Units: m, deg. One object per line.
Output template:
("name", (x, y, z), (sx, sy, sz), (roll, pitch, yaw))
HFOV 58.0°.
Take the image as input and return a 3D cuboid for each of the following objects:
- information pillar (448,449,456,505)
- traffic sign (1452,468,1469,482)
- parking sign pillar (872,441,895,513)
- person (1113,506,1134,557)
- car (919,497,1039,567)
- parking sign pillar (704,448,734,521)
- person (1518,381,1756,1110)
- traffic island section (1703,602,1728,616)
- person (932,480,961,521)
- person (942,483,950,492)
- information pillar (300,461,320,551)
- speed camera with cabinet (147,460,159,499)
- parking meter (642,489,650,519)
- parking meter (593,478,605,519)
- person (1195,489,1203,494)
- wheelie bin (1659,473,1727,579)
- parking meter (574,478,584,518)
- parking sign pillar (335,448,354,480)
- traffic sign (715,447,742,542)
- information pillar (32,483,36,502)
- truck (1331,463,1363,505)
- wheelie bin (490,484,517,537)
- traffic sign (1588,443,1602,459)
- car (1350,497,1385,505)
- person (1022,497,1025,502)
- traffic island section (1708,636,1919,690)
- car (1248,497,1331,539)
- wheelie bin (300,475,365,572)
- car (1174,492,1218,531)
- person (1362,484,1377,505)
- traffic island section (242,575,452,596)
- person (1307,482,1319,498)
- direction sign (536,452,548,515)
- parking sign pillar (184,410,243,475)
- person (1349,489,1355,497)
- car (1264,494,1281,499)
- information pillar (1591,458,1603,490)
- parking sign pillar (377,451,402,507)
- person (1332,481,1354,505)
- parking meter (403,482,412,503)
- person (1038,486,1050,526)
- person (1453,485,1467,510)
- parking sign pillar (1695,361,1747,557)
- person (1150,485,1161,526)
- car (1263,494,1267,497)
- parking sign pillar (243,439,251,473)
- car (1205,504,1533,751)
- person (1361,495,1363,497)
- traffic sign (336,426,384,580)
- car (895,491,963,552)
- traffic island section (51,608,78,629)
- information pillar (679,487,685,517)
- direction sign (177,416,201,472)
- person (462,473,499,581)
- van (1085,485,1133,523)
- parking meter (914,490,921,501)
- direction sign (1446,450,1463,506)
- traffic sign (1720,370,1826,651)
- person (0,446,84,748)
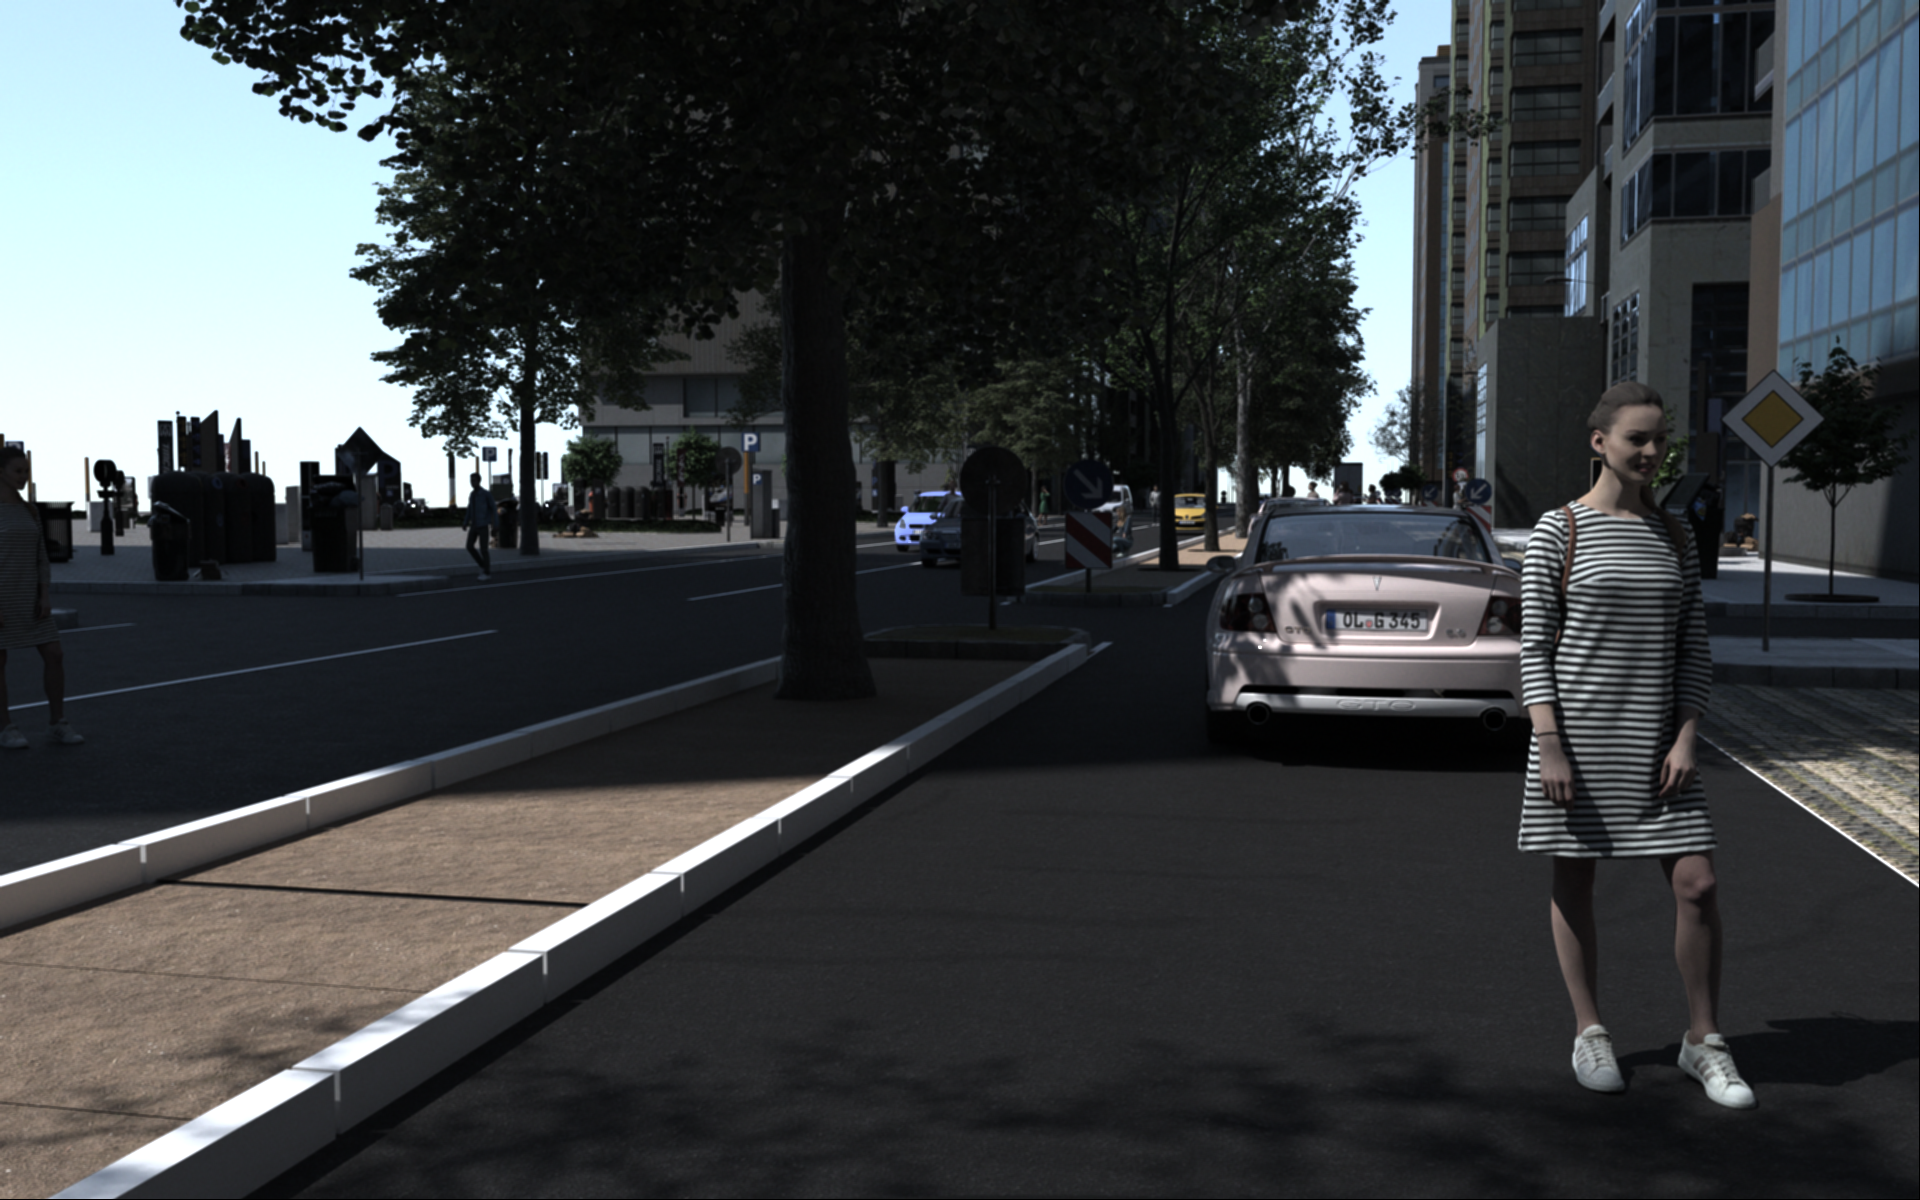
("information pillar", (-26.435, -6.040, 90.115), (0.183, 3.616, 0.504), (1, 4, 17))
("traffic sign", (24.186, -5.114, 83.722), (0.768, 2.556, 0.104), (1, 4, 18))
("parking sign pillar", (-3.845, -6.029, 87.048), (1.447, 3.967, 1.447), (3, 5, 40))
("person", (3.660, -1.566, 39.610), (0.738, 1.151, 1.012), (-1, 4, -19))
("car", (0.468, -1.430, 35.389), (2.014, 1.417, 4.499), (1, 4, 13))
("parking sign pillar", (-11.593, -5.793, 83.180), (1.447, 3.967, 1.447), (0, 4, 6))
("person", (1.603, 0.323, 4.215), (0.512, 1.701, 0.522), (0, 4, -5))
("traffic island section", (8.360, 0.020, 21.955), (2.009, 0.180, 2.903), (1, 4, 13))
("person", (-0.342, -1.824, 38.997), (0.731, 1.740, 0.598), (-3, 5, -39))
("person", (-0.372, -2.940, 56.745), (0.590, 1.801, 0.661), (0, 4, -6))
("information pillar", (-14.592, -2.106, 38.922), (0.304, 2.012, 0.304), (2, 4, 23))
("speed camera with cabinet", (-38.947, -5.557, 85.197), (0.660, 3.252, 2.038), (1, 4, 21))
("parking meter", (-15.709, -4.790, 86.719), (0.372, 1.533, 0.369), (0, 3, 0))
("parking meter", (-13.249, -3.540, 63.591), (0.399, 1.863, 0.255), (0, 4, 2))
("person", (15.003, -6.091, 108.894), (0.742, 1.727, 0.445), (3, 4, 36))
("wheelie bin", (11.185, -1.129, 26.361), (0.693, 1.594, 0.980), (0, 4, -7))
("parking meter", (-13.392, -3.375, 60.896), (0.255, 1.863, 0.399), (0, 4, 6))
("parking sign pillar", (-35.839, -6.876, 100.897), (1.447, 3.967, 1.447), (1, 4, 12))
("traffic sign", (-6.231, -2.841, 46.555), (0.768, 2.556, 0.104), (1, 4, 13))
("information pillar", (-59.497, -6.521, 111.114), (0.304, 2.012, 0.304), (0, 4, -1))
("truck", (35.692, -10.435, 159.531), (2.839, 4.237, 11.283), (1, 4, 12))
("wheelie bin", (-13.706, -2.685, 51.807), (0.980, 1.594, 0.693), (0, 4, -3))
("traffic sign", (8.335, -1.116, 21.883), (0.795, 2.450, 0.064), (1, 4, 13))
("car", (15.452, -3.275, 66.134), (1.945, 1.354, 3.894), (1, 4, 11))
("person", (2.727, -4.252, 78.566), (0.519, 1.759, 0.362), (-1, 4, -14))
("traffic island section", (6.606, 0.496, 14.164), (2.009, 0.180, 2.903), (1, 4, 13))
("car", (7.064, -1.457, 36.188), (2.083, 1.381, 4.827), (1, 4, 14))
("wheelie bin", (-10.292, -1.262, 28.546), (0.980, 1.594, 0.693), (0, 4, 2))
("car", (8.202, -3.147, 61.677), (2.015, 1.641, 3.980), (1, 4, 11))
("person", (14.573, -3.232, 61.697), (0.532, 1.782, 0.716), (1, 4, 11))
("traffic island section", (-8.949, -0.218, 25.842), (2.009, 0.180, 2.903), (1, 4, 13))
("person", (9.850, -2.445, 48.813), (0.374, 1.781, 0.599), (-2, 4, -31))
("direction sign", (-22.412, -6.173, 92.922), (0.379, 3.537, 0.876), (2, 4, 32))
("parking sign pillar", (-24.369, -4.124, 55.902), (1.447, 3.967, 1.447), (1, 4, 18))
("person", (24.555, -6.122, 109.320), (0.721, 1.743, 1.217), (-2, 4, -32))
("car", (25.043, -7.733, 138.440), (2.014, 1.417, 4.499), (1, 4, 12))
("information pillar", (13.129, -1.896, 35.485), (0.304, 2.012, 0.304), (-3, 4, -39))
("parking sign pillar", (-32.725, -6.779, 99.315), (1.447, 3.967, 1.447), (-1, 4, -20))
("person", (9.515, -2.047, 42.552), (0.593, 1.750, 0.643), (-2, 4, -28))
("parking meter", (-26.416, -4.719, 82.864), (0.399, 1.863, 0.255), (-1, 4, -12))
("person", (3.758, -4.236, 78.004), (0.529, 1.795, 0.600), (-1, 4, -12))
("person", (16.916, -3.030, 58.616), (0.524, 1.755, 0.480), (0, 4, 2))
("parking sign pillar", (15.518, -2.893, 35.778), (1.447, 3.967, 1.447), (2, 4, 31))
("person", (8.805, -4.222, 77.379), (0.661, 1.843, 0.795), (2, 4, 25))
("car", (38.655, -12.980, 221.813), (1.945, 1.707, 3.694), (1, 4, 12))
("parking sign pillar", (-25.684, -4.483, 61.765), (1.447, 3.967, 1.447), (-3, 4, -36))
("car", (2.600, 0.073, 11.162), (2.083, 1.381, 4.827), (1, 4, 12))
("person", (56.991, -14.517, 246.648), (0.742, 1.727, 0.445), (-1, 4, -19))
("traffic sign", (-8.924, -1.354, 25.775), (0.795, 2.450, 0.064), (1, 4, 13))
("car", (-0.452, -2.106, 44.016), (1.945, 1.707, 3.694), (1, 4, 14))
("traffic island section", (-10.703, 0.259, 18.051), (2.009, 0.180, 2.903), (1, 4, 13))
("information pillar", (-15.767, -5.729, 98.156), (0.304, 2.012, 0.304), (0, 4, 1))
("direction sign", (-22.485, -3.583, 50.573), (0.379, 3.537, 0.876), (1, 4, 19))
("person", (-7.958, -1.221, 28.804), (0.601, 1.785, 0.444), (2, 4, 35))
("van", (6.592, -4.248, 76.466), (2.013, 2.044, 4.112), (1, 4, 13))
("parking meter", (-2.460, -5.592, 99.843), (0.372, 1.533, 0.369), (0, 3, 0))
("direction sign", (25.432, -5.940, 89.108), (0.876, 3.537, 0.379), (-1, 4, -8))
("traffic sign", (6.581, -0.639, 14.092), (0.795, 2.450, 0.064), (1, 4, 13))
("person", (-5.372, -0.020, 9.828), (0.522, 1.701, 0.512), (1, 4, 23))
